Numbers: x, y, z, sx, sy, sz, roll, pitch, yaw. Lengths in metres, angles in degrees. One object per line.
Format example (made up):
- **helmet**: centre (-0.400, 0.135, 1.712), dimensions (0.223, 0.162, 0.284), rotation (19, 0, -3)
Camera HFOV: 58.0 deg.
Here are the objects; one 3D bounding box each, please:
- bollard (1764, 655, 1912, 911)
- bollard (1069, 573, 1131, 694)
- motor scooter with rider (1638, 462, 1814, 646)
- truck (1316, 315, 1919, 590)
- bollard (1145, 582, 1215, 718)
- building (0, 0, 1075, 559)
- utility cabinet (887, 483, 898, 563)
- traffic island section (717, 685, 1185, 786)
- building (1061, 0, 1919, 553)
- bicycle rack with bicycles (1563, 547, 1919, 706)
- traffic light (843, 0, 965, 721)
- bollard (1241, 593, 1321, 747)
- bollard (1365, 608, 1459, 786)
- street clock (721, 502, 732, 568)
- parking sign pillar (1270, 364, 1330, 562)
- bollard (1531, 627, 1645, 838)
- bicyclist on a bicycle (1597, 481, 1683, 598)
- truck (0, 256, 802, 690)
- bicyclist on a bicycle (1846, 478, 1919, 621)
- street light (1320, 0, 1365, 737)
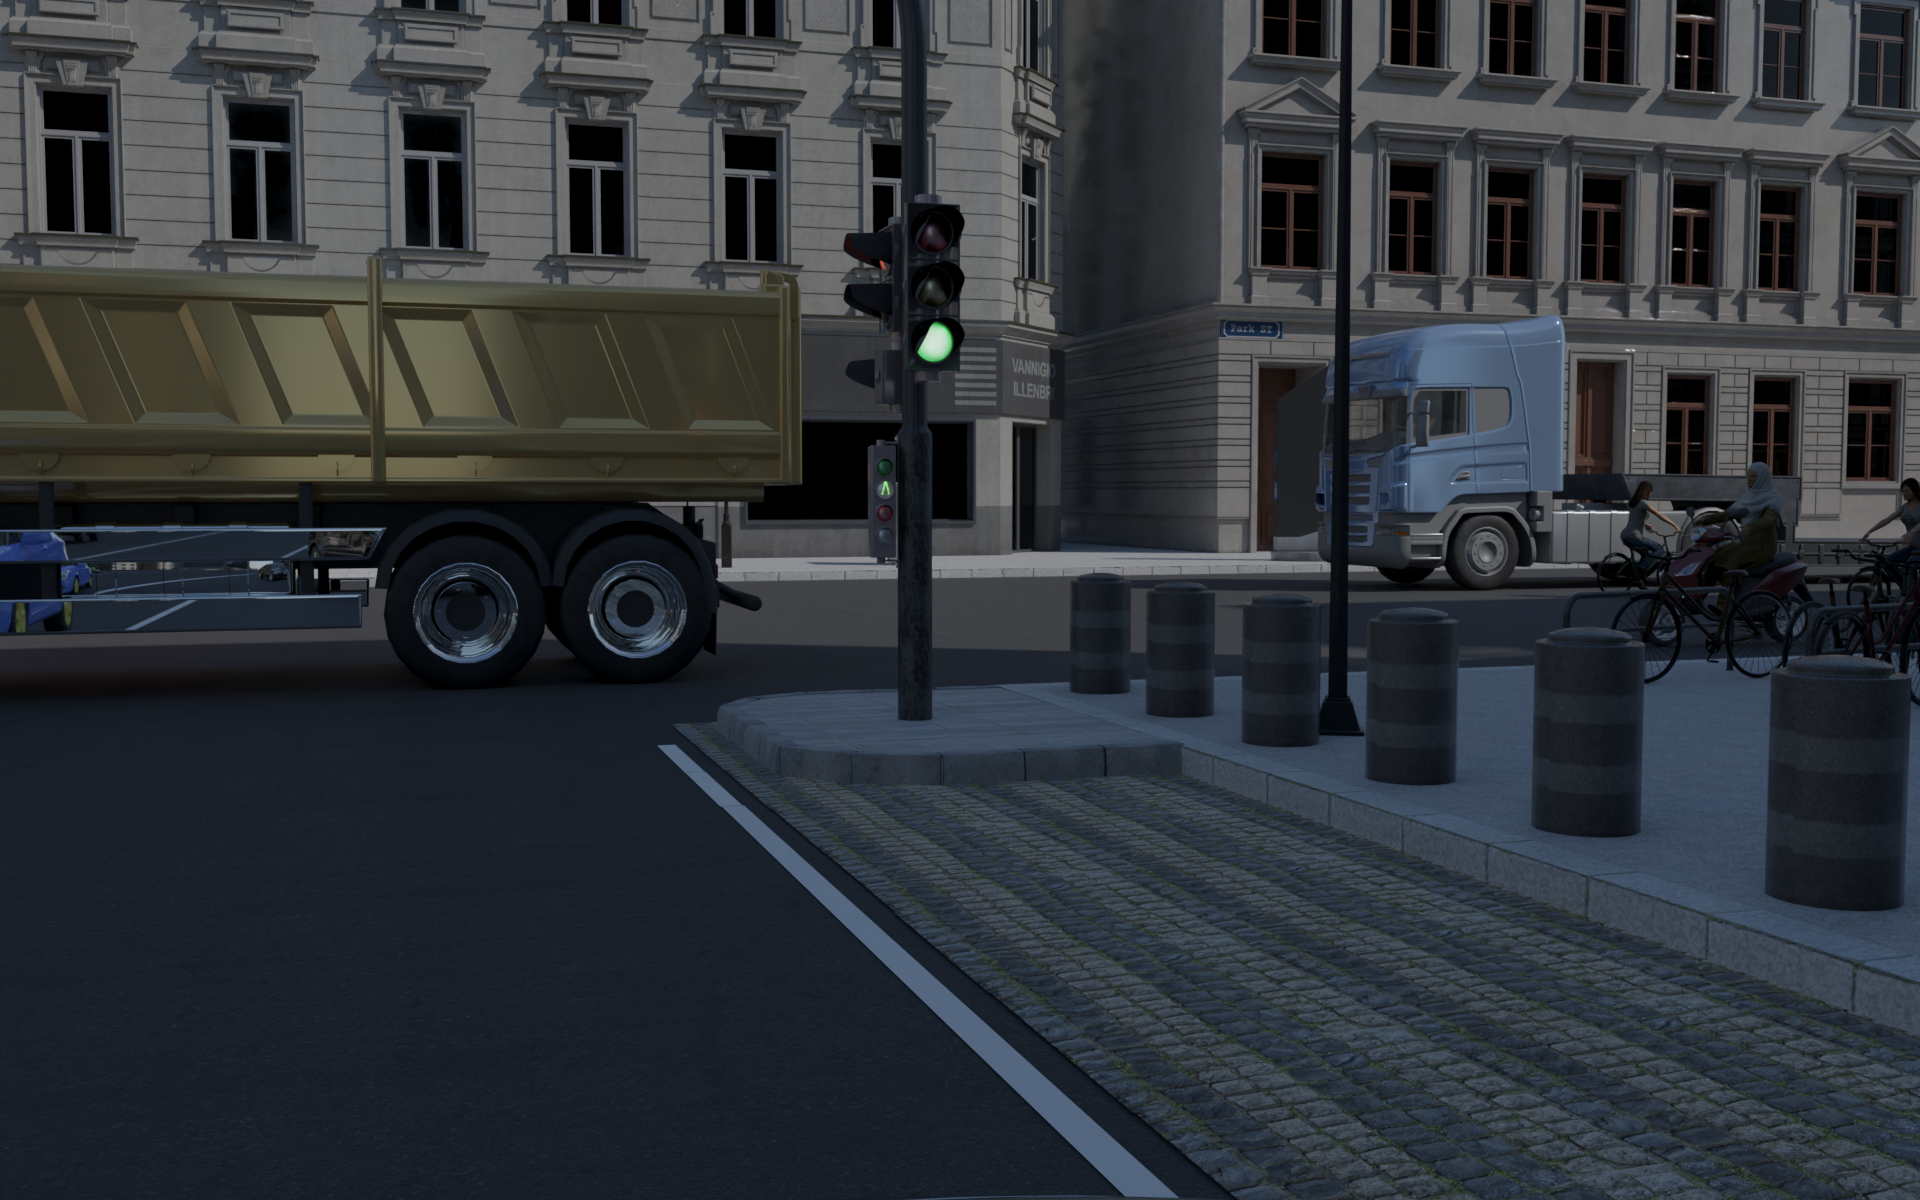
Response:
- **bollard**: centre (2.782, 0.564, 5.497), dimensions (0.404, 0.777, 0.398), rotation (0, 3, 0)
- **bollard**: centre (0.911, 0.211, 11.260), dimensions (0.404, 0.777, 0.398), rotation (0, 3, 0)
- **motor scooter with rider**: centre (7.333, -0.462, 16.524), dimensions (1.986, 1.779, 0.876), rotation (-1, 4, -16)
- **truck**: centre (14.213, -2.379, 28.655), dimensions (18.799, 4.110, 2.967), rotation (-1, 4, -17)
- **bollard**: centre (1.284, 0.282, 10.099), dimensions (0.404, 0.777, 0.398), rotation (0, 3, 0)
- **building**: centre (-19.839, -15.930, 36.874), dimensions (44.131, 29.872, 17.030), rotation (-1, 4, -18)
- **utility cabinet**: centre (-1.066, -1.402, 31.606), dimensions (0.318, 1.500, 1.173), rotation (-1, 4, -16)
- **traffic island section**: centre (-0.248, 0.756, 9.915), dimensions (2.009, 0.180, 2.903), rotation (-1, 4, -18)
- **building**: centre (13.323, -12.740, 44.456), dimensions (21.152, 22.565, 11.583), rotation (-1, 4, -18)
- **bicycle rack with bicycles**: centre (5.500, 0.126, 11.330), dimensions (2.925, 0.926, 2.852), rotation (-2, 4, -30)
- **traffic light**: centre (-2.252, -2.100, 9.009), dimensions (4.771, 5.953, 1.251), rotation (-1, 4, -18)
- **bollard**: centre (1.658, 0.353, 8.943), dimensions (0.404, 0.777, 0.398), rotation (0, 3, 0)
- **bollard**: centre (2.034, 0.423, 7.796), dimensions (0.404, 0.777, 0.398), rotation (0, 3, 0)
- **street clock**: centre (-4.065, -1.563, 30.124), dimensions (0.358, 2.002, 0.471), rotation (0, 4, -6)
- **parking sign pillar**: centre (6.745, -2.749, 33.413), dimensions (1.447, 3.967, 1.447), rotation (0, 4, 1)
- **bollard**: centre (2.406, 0.494, 6.638), dimensions (0.404, 0.777, 0.398), rotation (0, 3, 0)
- **bicyclist on a bicycle**: centre (9.506, -0.855, 23.995), dimensions (1.625, 1.676, 1.499), rotation (-1, 4, -18)
- **truck**: centre (-6.228, -1.046, 13.028), dimensions (9.791, 3.379, 3.469), rotation (-1, 4, -18)
- **bicyclist on a bicycle**: centre (10.600, -0.574, 19.414), dimensions (1.625, 1.676, 1.499), rotation (-1, 4, -17)
- **street light**: centre (1.513, -2.229, 8.980), dimensions (1.470, 5.913, 1.316), rotation (-1, 4, -18)
